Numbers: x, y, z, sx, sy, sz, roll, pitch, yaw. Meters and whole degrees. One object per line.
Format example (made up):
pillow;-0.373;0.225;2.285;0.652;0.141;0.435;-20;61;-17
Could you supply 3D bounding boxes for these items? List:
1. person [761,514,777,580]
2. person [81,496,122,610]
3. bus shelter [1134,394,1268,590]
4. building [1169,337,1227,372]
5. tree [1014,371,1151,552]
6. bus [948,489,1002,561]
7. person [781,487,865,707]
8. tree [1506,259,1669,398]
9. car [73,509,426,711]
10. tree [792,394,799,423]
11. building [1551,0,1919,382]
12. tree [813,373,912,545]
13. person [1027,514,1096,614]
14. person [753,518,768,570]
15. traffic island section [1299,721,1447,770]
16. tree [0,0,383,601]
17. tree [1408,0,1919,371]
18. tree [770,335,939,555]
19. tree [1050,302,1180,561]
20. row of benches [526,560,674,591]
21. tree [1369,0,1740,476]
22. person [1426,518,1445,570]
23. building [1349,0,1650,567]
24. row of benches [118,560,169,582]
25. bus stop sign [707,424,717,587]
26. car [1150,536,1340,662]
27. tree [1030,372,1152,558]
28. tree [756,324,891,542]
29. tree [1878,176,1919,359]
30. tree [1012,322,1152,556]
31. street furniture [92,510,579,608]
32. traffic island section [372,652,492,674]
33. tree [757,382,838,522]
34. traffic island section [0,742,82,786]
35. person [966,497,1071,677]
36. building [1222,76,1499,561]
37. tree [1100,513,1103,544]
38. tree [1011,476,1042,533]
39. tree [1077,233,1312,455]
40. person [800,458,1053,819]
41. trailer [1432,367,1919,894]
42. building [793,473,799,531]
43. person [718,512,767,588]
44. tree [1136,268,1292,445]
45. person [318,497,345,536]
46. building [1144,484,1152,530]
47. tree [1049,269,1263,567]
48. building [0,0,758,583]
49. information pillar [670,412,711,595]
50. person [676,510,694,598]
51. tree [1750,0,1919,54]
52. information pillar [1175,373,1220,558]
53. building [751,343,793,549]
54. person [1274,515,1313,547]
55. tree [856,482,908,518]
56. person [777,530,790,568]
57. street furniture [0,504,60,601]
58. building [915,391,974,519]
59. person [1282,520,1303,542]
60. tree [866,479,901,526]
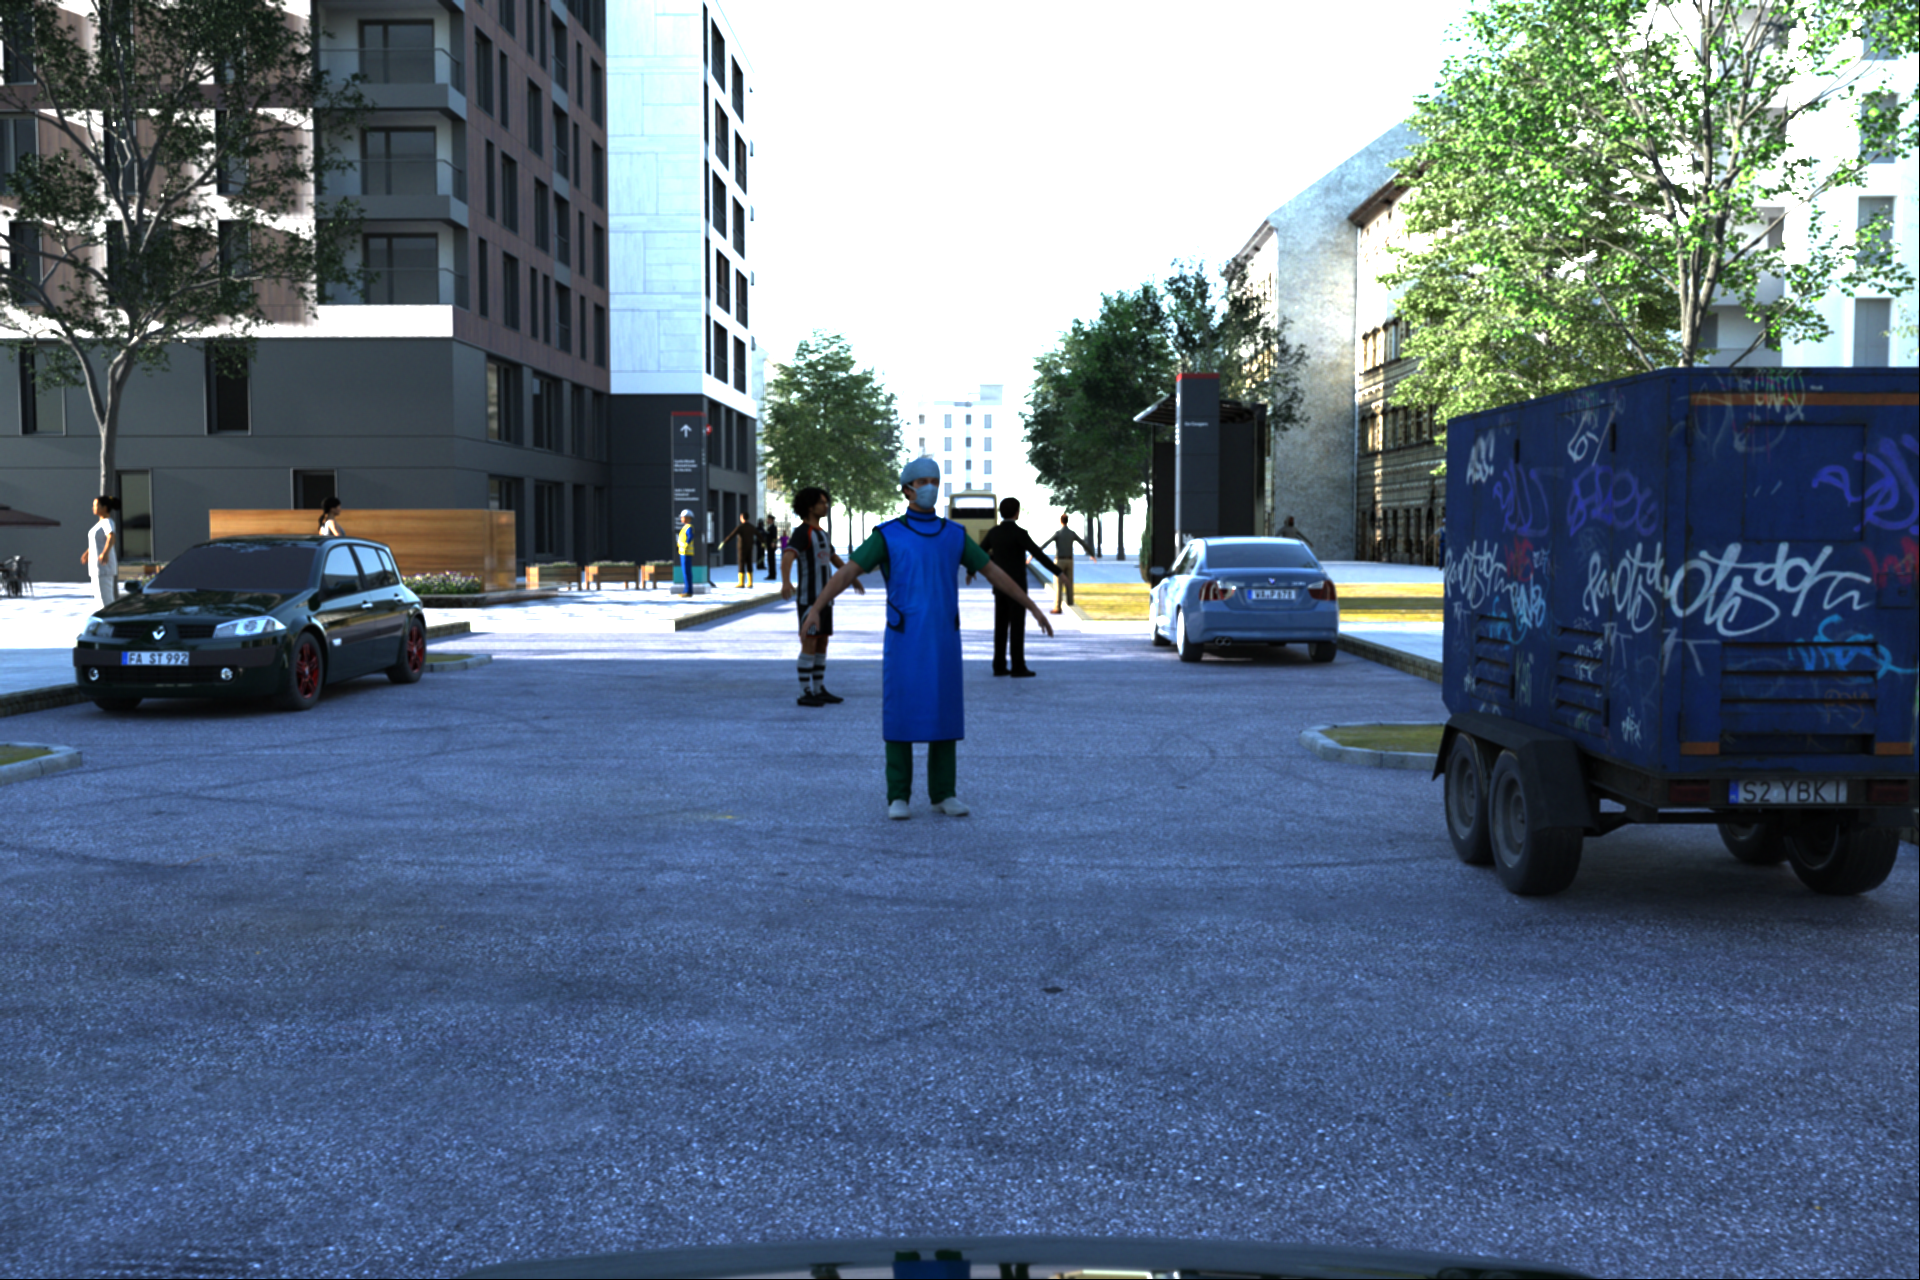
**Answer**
person;-5.325;-2.611;48.621;0.705;1.837;1.347;-1;4;-19
person;-10.275;-0.847;20.612;0.721;1.739;1.217;-3;4;-36
bus shelter;4.372;-2.497;32.104;1.731;3.624;6.357;0;4;0
building;28.603;-19.669;152.517;19.493;23.208;18.063;0;4;1
tree;9.047;-13.200;126.185;12.009;13.543;11.850;0;3;0
bus;0.842;-6.262;93.938;2.896;3.916;12.252;0;4;2
person;-1.196;-0.362;14.524;0.704;1.843;1.345;2;4;24
tree;15.571;-5.756;44.478;4.360;8.622;3.978;0;3;0
car;-6.109;-0.337;15.297;2.009;1.686;4.222;0;4;2
tree;-21.371;-22.222;219.219;12.611;20.169;13.585;0;3;0
building;26.684;-12.542;61.488;16.016;20.090;11.380;0;4;2
tree;-7.218;-12.502;122.533;7.486;12.596;7.792;0;3;0
person;1.856;-1.369;31.107;1.348;1.796;0.705;-1;4;-19
person;-7.168;-3.474;62.575;0.705;1.856;1.354;2;4;26
traffic island section;3.306;0.698;11.452;1.991;0.108;1.994;0;4;1
tree;-11.482;-5.401;22.712;8.767;10.594;7.601;0;4;-3
tree;9.600;-5.938;22.839;9.928;11.665;9.643;0;3;0
tree;-6.891;-12.081;107.902;12.009;13.543;11.850;0;3;0
tree;8.073;-10.116;83.519;7.486;12.596;7.792;0;3;0
row of benches;-7.966;-1.505;40.075;4.104;0.672;1.422;-3;4;-37
tree;12.231;-7.210;36.004;7.486;12.596;7.792;0;3;0
person;17.106;-3.378;61.079;1.347;1.847;0.705;2;4;24
building;27.970;-14.813;73.118;19.493;23.208;18.063;0;4;1
row of benches;-18.100;-1.534;40.549;4.104;0.672;1.422;2;4;23
bus stop sign;-6.369;-3.270;42.163;0.855;3.939;0.416;0;4;1
car;3.332;-0.532;20.708;2.014;1.417;4.499;0;4;0
tree;7.659;-9.753;93.876;8.767;10.594;7.601;1;4;14
tree;-7.558;-10.779;94.363;7.486;12.596;7.792;0;3;0
tree;17.837;-4.737;27.808;4.360;8.622;3.978;0;3;0
tree;7.878;-12.030;103.345;9.857;13.997;8.962;0;3;0
street furniture;-12.569;-1.592;32.883;9.812;1.723;11.010;0;4;3
traffic island section;-6.199;0.251;18.763;1.991;0.108;1.994;0;4;1
tree;-7.648;-8.111;82.971;4.737;8.622;4.395;0;3;0
traffic island section;-6.435;0.771;10.253;1.991;0.108;1.994;0;4;1
person;0.525;-0.538;17.437;1.347;1.806;0.705;3;5;42
building;24.525;-15.931;91.393;19.493;23.208;18.063;0;4;2
tree;19.013;-22.506;223.866;12.611;20.169;13.585;0;3;0
tree;8.887;-16.454;219.388;4.360;8.622;3.978;0;3;0
tree;7.357;-7.369;54.897;8.767;10.594;7.601;2;4;28
person;-0.181;-0.013;8.797;1.347;1.817;0.704;-1;4;-21
trailer;2.889;-0.052;7.902;1.471;1.999;3.904;0;4;0
building;-21.312;-14.650;181.682;9.099;9.664;28.070;0;4;1
person;-5.173;-2.169;41.599;1.346;1.812;0.704;-3;5;-40
tree;7.541;-5.933;47.370;4.360;8.622;3.978;0;3;0
person;-7.598;-0.883;21.250;0.721;1.737;1.217;-3;4;-37
building;25.396;-14.896;185.692;9.099;9.664;28.070;0;4;1
tree;7.496;-8.633;66.897;9.928;11.665;9.643;0;3;0
building;-23.352;-13.286;61.196;27.936;21.610;32.646;0;4;1
information pillar;-5.758;-2.909;36.934;0.750;3.857;0.750;0;4;2
person;-5.613;-1.751;35.090;0.721;1.772;1.216;-1;4;-17
tree;9.374;-6.018;8.771;12.009;13.543;11.850;0;3;0
information pillar;3.860;-2.375;28.213;0.750;3.857;0.750;0;4;1
building;-25.288;-19.736;153.607;19.493;23.208;18.063;0;4;1
person;9.281;-2.604;48.699;1.348;1.813;0.705;-1;4;-17
tree;-9.828;-17.424;219.286;7.601;10.594;8.767;1;4;8
person;-6.566;-3.380;64.528;0.991;1.433;0.599;1;4;14
street furniture;-32.326;-1.579;30.845;27.439;1.986;14.083;0;4;3
building;-5.295;-22.199;221.832;11.380;20.090;16.016;1;4;8
person;11.754;-3.422;62.228;0.705;1.796;1.348;-3;5;-42
tree;-6.504;-11.058;131.166;4.360;8.622;3.978;0;3;0
